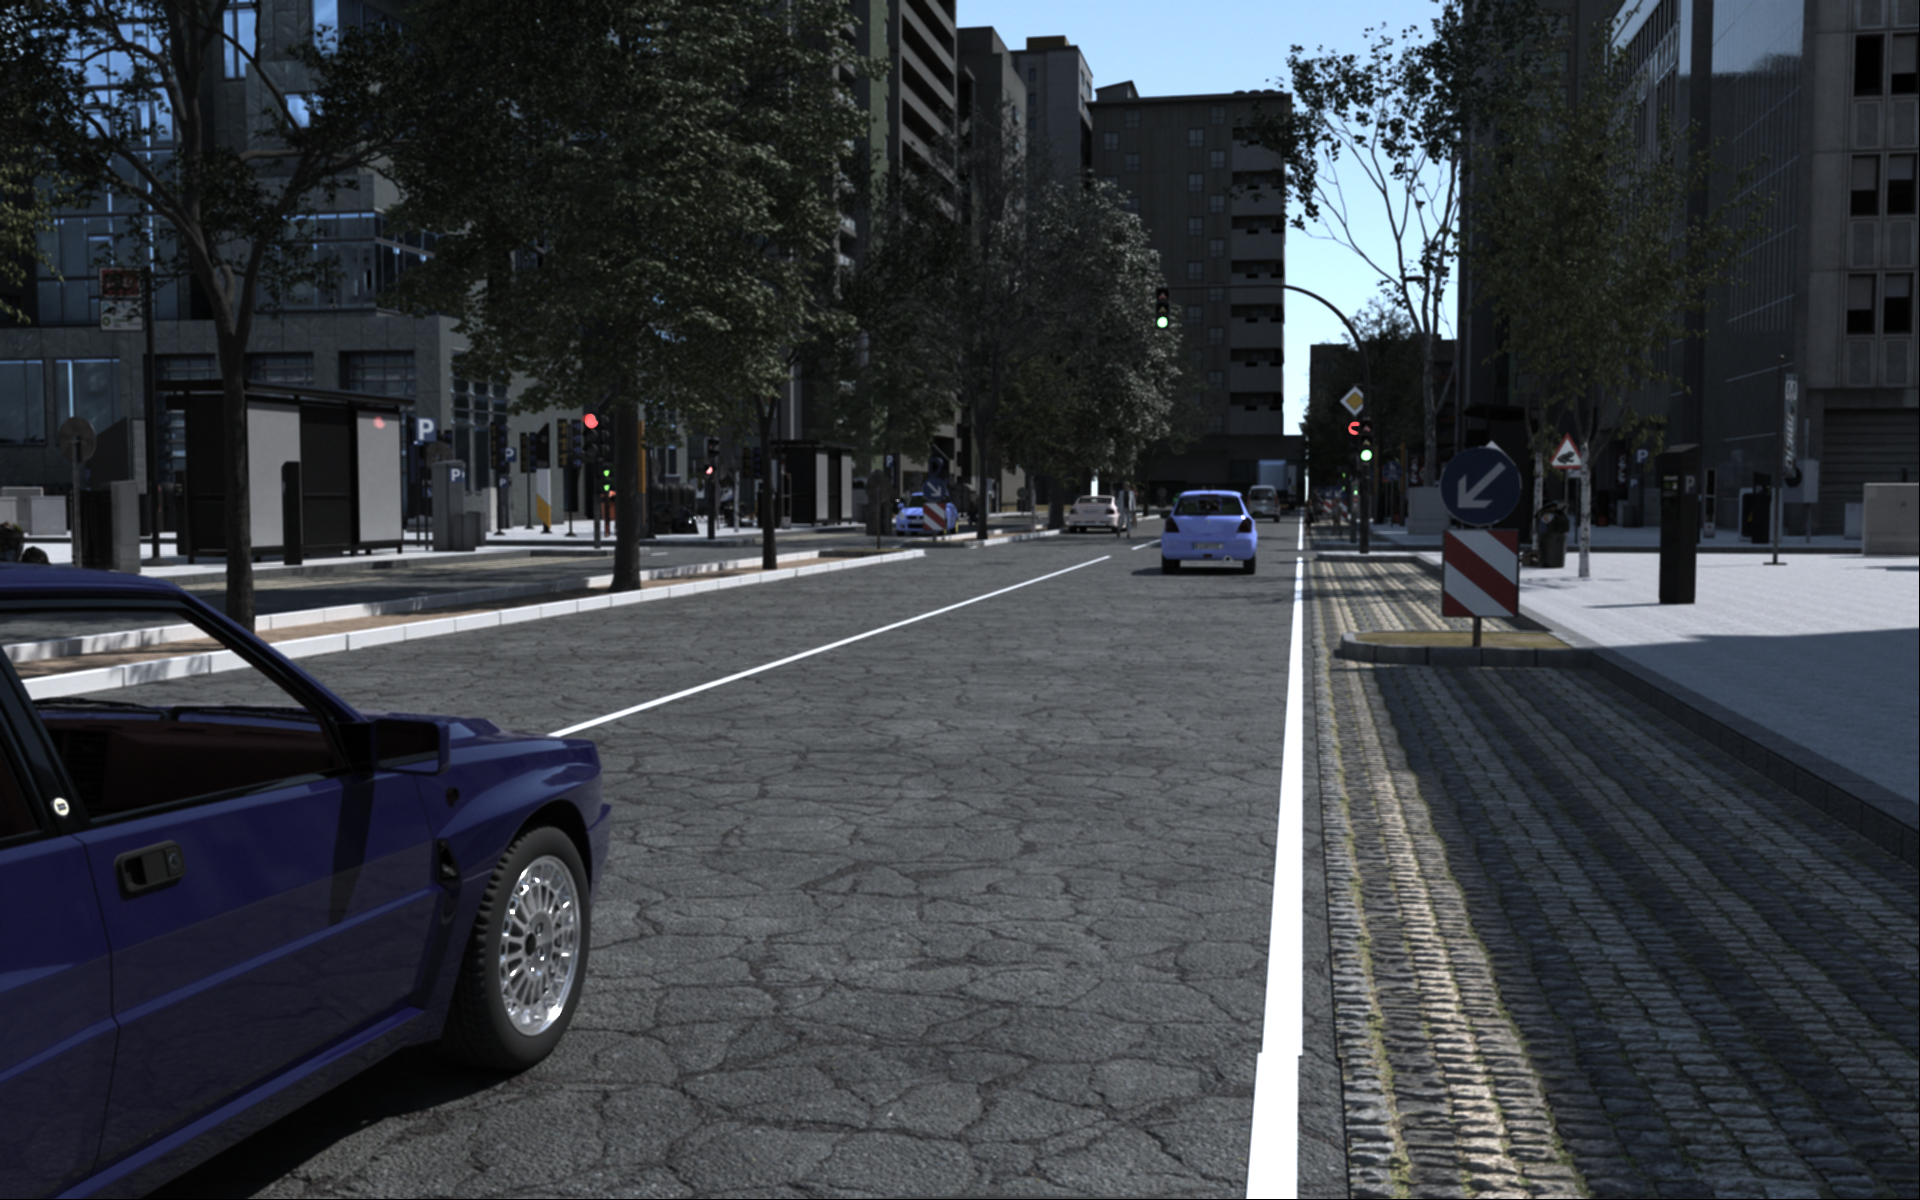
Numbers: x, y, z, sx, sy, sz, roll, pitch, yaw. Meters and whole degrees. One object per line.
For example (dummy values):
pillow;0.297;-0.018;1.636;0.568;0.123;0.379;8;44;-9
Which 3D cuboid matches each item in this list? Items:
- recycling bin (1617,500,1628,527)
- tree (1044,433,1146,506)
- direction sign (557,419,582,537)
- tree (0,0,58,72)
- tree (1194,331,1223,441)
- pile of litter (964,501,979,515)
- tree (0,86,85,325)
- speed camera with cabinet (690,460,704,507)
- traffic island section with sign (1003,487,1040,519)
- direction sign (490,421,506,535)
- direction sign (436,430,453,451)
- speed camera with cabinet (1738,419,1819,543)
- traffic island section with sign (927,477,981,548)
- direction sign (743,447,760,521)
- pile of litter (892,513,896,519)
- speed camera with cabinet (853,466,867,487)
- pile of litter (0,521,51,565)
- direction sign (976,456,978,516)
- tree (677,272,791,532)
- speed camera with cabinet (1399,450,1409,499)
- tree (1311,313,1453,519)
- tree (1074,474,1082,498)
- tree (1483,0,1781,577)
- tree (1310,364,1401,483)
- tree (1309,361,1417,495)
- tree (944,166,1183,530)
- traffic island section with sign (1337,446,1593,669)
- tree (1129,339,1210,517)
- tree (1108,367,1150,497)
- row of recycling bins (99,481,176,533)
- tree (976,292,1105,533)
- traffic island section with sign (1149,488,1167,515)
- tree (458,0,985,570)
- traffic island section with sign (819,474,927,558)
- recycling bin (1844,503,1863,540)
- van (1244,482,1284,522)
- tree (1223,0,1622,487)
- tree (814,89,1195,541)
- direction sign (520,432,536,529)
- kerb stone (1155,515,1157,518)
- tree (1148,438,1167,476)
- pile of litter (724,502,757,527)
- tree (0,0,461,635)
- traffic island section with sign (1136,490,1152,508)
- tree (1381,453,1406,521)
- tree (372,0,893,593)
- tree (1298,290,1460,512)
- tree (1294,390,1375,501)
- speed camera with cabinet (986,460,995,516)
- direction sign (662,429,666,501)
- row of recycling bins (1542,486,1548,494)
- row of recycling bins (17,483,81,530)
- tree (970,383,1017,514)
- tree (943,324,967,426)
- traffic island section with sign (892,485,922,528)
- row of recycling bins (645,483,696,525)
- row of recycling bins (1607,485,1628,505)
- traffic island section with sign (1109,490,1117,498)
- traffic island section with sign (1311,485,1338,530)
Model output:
recycling bin;26.424;-3.429;68.625;0.722;1.027;0.722;1;4;21
tree;9.485;-12.606;140.519;7.601;10.594;8.767;-1;4;-19
direction sign;-11.782;-3.690;52.325;0.379;3.537;0.876;3;4;38
tree;-7.846;-3.499;10.033;4.360;8.622;3.978;0;3;0
tree;9.439;-11.189;95.766;12.009;13.543;11.850;0;3;0
pile of litter;1.343;-6.404;118.664;1.719;0.858;1.176;0;4;-6
tree;-14.723;-4.558;24.880;4.737;8.622;4.395;0;3;0
speed camera with cabinet;-15.642;-6.466;100.054;0.660;3.252;2.038;2;4;31
traffic island section with sign;3.601;-5.610;100.354;1.989;1.847;2.006;1;4;11
direction sign;-14.373;-3.789;53.948;0.876;3.537;0.379;3;5;45
direction sign;-18.303;-4.241;61.341;0.876;3.537;0.379;2;4;25
speed camera with cabinet;21.774;-3.166;46.098;0.660;3.252;2.038;-2;4;-25
traffic island section with sign;-0.562;-2.373;46.931;2.006;1.907;1.989;1;4;11
direction sign;-10.060;-5.603;83.604;0.876;3.537;0.379;-1;4;-22
pile of litter;-3.875;-4.690;90.643;1.719;0.858;1.176;1;4;11
speed camera with cabinet;-6.077;-6.061;93.434;2.038;3.252;0.660;0;4;2
pile of litter;-15.178;-0.821;27.388;1.719;0.858;1.176;-2;4;-35
direction sign;1.001;-6.756;102.456;0.379;3.537;0.876;0;4;6
tree;-7.542;-6.577;57.900;4.737;8.622;4.395;0;3;0
speed camera with cabinet;20.452;-5.035;76.657;0.660;3.252;2.038;-3;5;-44
tree;21.774;-9.459;89.064;7.601;10.594;8.767;0;4;-1
tree;10.520;-9.718;153.483;1.663;3.219;1.824;0;3;0
tree;9.691;-4.639;26.212;4.737;8.622;4.395;0;3;0
tree;31.706;-13.482;138.562;7.486;12.596;7.792;0;3;0
tree;29.146;-12.201;125.248;9.928;11.665;9.643;0;3;0
tree;3.825;-9.743;68.411;9.857;13.997;8.962;0;3;0
traffic island section with sign;4.381;-0.404;15.228;1.989;1.847;2.006;1;4;11
tree;11.697;-10.984;107.803;9.928;11.665;9.643;0;3;0
tree;7.629;-8.168;86.368;4.737;8.622;4.395;0;3;0
row of recycling bins;-26.908;-3.039;56.808;1.069;1.692;3.534;1;4;11
tree;2.612;-6.634;61.287;4.737;8.622;4.395;0;3;0
traffic island section with sign;14.002;-6.882;120.650;2.006;1.907;1.989;1;4;11
tree;-3.505;-5.865;32.759;8.767;10.594;7.601;1;4;11
traffic island section with sign;-2.008;-1.928;39.666;2.006;1.907;1.989;1;4;11
recycling bin;25.363;-2.219;48.839;0.722;1.027;0.722;2;4;28
van;15.610;-5.021;89.107;2.013;2.044;4.112;1;4;12
tree;15.165;-12.336;57.587;12.611;20.169;13.585;0;3;0
tree;0.688;-8.554;52.690;12.009;13.543;11.850;0;3;0
direction sign;-15.844;-4.381;63.620;0.876;3.537;0.379;3;4;37
kerb stone;11.263;-4.844;101.429;0.120;0.150;1.000;1;4;11
tree;19.367;-15.995;195.933;8.767;10.594;7.601;-1;4;-17
pile of litter;-8.670;-3.295;67.839;1.176;0.858;1.719;-1;4;-9
tree;-6.506;-4.833;15.896;8.767;10.594;7.601;1;4;11
traffic island section with sign;18.413;-10.194;175.306;1.989;1.847;2.006;1;4;11
tree;20.370;-5.326;81.689;1.663;3.219;1.824;0;3;0
tree;-4.860;-6.398;25.189;7.486;12.596;7.792;0;3;0
tree;25.137;-11.888;104.737;12.009;13.543;11.850;0;3;0
tree;42.386;-17.578;194.062;9.857;13.997;8.962;0;3;0
speed camera with cabinet;1.581;-6.518;100.904;0.660;3.252;2.038;1;4;11
direction sign;-10.347;-4.194;60.576;0.379;3.537;0.876;-1;4;-16
row of recycling bins;25.936;-4.560;81.671;3.534;1.692;1.069;2;4;33
row of recycling bins;-33.154;-3.420;63.027;3.534;1.692;1.069;2;4;33
tree;2.509;-9.749;109.759;4.360;8.622;3.978;0;3;0
tree;-3.098;-10.035;82.196;7.486;12.596;7.792;0;3;0
traffic island section with sign;-1.881;-3.920;72.726;1.989;1.847;2.006;1;4;11
row of recycling bins;-10.664;-3.488;64.140;1.069;1.692;3.534;1;4;12
row of recycling bins;29.106;-4.253;76.653;1.069;1.692;3.534;1;4;19
traffic island section with sign;13.127;-8.559;148.565;1.989;1.847;2.006;1;4;11
traffic island section with sign;15.054;-3.709;69.274;1.989;1.847;2.006;1;4;11
